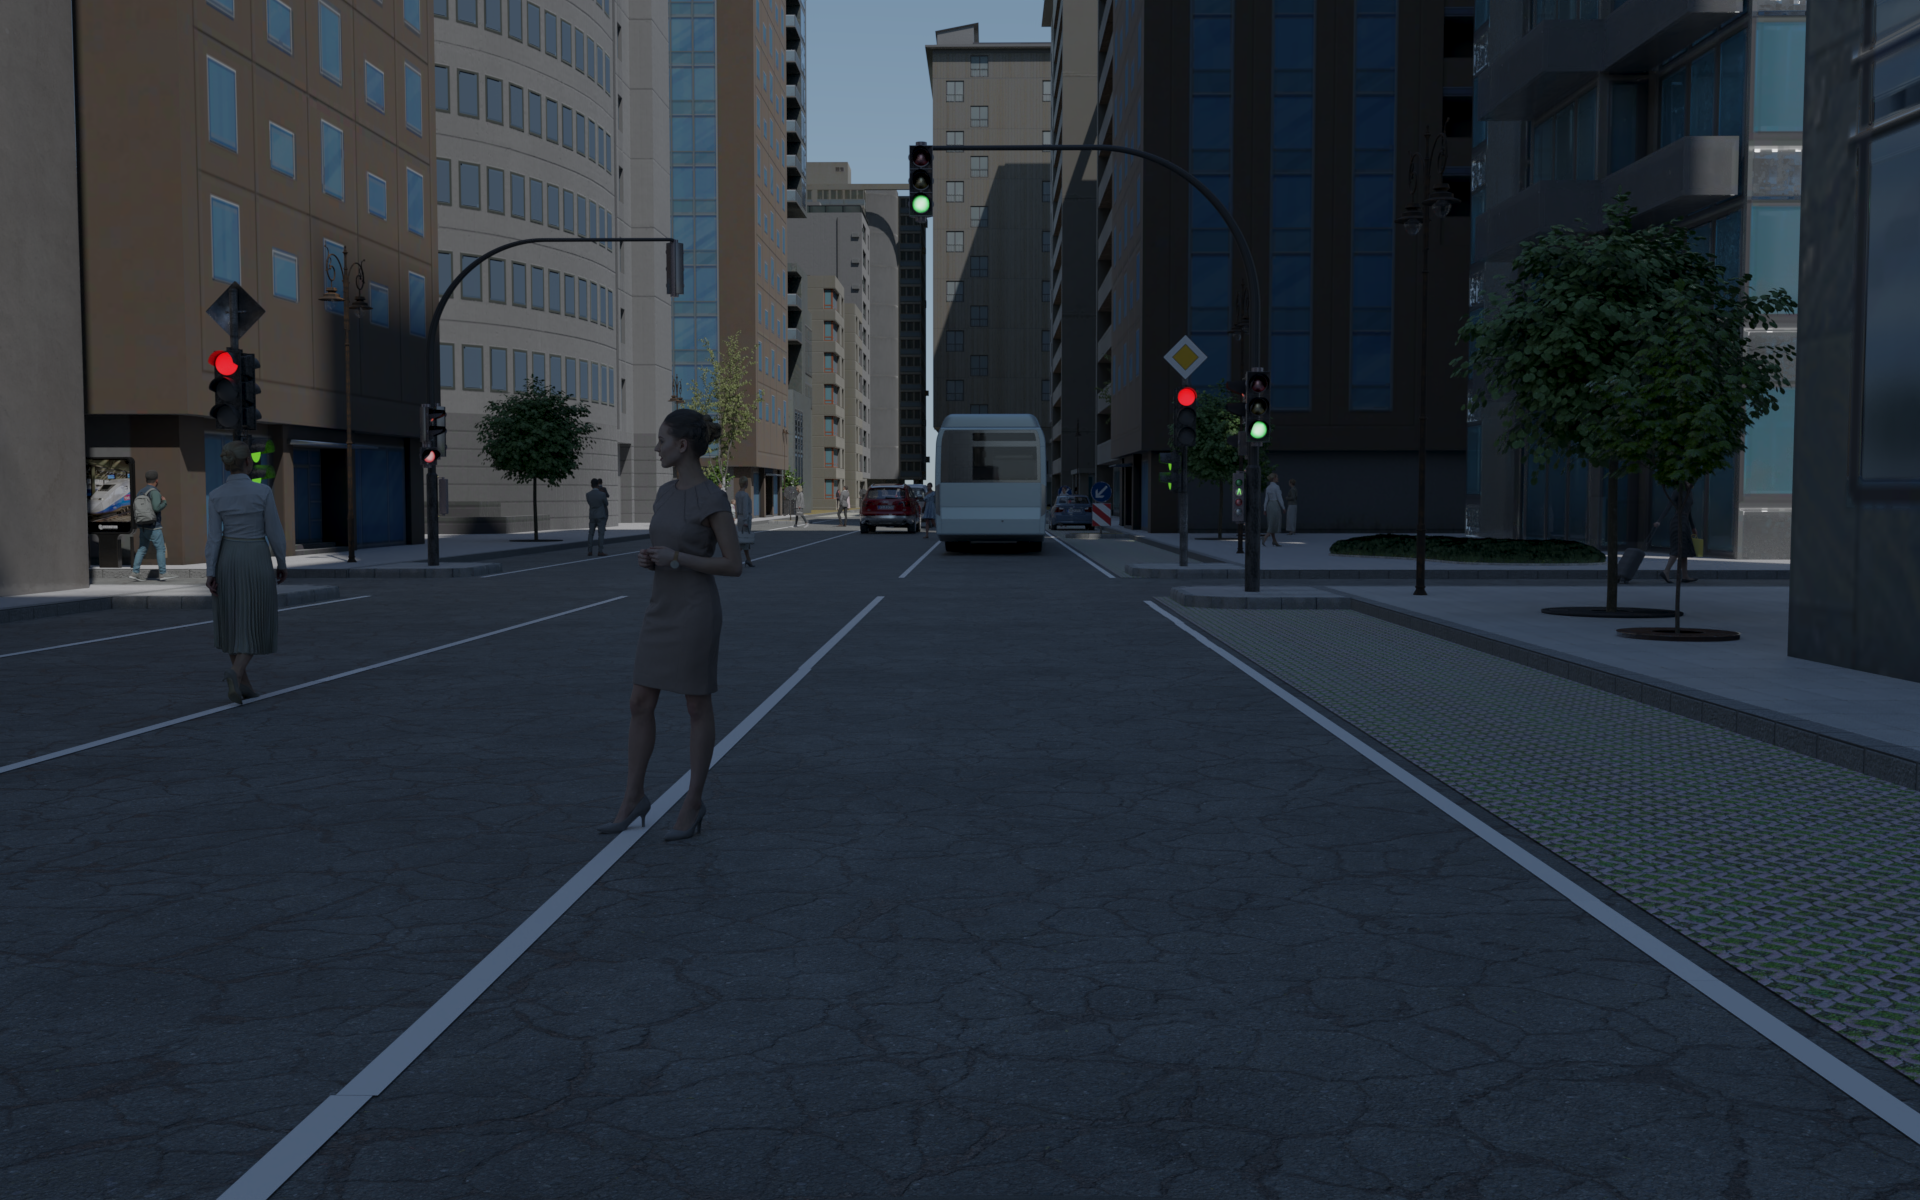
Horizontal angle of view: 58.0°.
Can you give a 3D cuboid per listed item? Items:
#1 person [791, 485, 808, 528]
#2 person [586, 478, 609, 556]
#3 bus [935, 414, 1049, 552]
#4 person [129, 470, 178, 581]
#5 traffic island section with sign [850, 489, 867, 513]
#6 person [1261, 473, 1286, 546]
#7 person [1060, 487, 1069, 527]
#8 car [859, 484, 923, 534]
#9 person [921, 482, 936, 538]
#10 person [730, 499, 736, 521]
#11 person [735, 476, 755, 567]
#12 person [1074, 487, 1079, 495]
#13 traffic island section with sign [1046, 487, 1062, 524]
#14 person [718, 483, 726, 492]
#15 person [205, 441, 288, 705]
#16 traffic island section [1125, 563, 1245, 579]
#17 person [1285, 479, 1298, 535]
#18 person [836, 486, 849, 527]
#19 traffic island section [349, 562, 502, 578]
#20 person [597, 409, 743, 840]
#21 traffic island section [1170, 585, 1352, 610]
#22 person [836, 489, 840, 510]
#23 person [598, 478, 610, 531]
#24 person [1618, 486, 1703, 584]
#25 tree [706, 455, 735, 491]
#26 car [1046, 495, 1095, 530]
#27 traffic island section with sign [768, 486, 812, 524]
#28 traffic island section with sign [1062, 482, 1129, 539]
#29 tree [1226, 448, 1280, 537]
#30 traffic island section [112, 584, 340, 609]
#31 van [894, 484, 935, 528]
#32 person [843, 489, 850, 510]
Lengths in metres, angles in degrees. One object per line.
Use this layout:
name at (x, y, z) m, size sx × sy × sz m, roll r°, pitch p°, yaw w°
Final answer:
person at (-6.785, -3.975, 73.675) m, size 0.728 × 1.800 × 0.709 m, roll -1°, pitch 4°, yaw -23°
person at (-8.427, -1.932, 40.271) m, size 0.511 × 1.800 × 0.466 m, roll 0°, pitch 4°, yaw -1°
bus at (0.970, -3.152, 46.390) m, size 2.948 × 3.499 × 13.247 m, roll 0°, pitch 4°, yaw 2°
person at (-13.267, -1.217, 28.389) m, size 0.713 × 1.824 × 0.794 m, roll -3°, pitch 5°, yaw -40°
traffic island section with sign at (-7.366, -7.592, 132.756) m, size 1.989 × 1.847 × 2.006 m, roll 0°, pitch 4°, yaw 1°
person at (7.602, -2.199, 42.228) m, size 0.641 × 1.798 × 0.478 m, roll -1°, pitch 4°, yaw -18°
person at (4.427, -4.000, 74.467) m, size 0.480 × 1.755 × 0.524 m, roll 1°, pitch 4°, yaw 15°
car at (-2.556, -3.401, 64.275) m, size 2.281 × 1.827 × 5.304 m, roll 0°, pitch 4°, yaw 2°
person at (-0.951, -2.894, 55.918) m, size 0.778 × 1.811 × 0.616 m, roll -3°, pitch 5°, yaw -45°
person at (-9.369, -3.519, 71.046) m, size 0.382 × 1.210 × 0.505 m, roll 0°, pitch 4°, yaw 6°
person at (-4.272, -1.528, 33.831) m, size 0.624 × 1.780 × 0.694 m, roll -1°, pitch 4°, yaw -21°
person at (7.367, -6.208, 108.269) m, size 0.721 × 1.735 × 1.217 m, roll -1°, pitch 4°, yaw -10°
traffic island section with sign at (4.902, -4.560, 83.183) m, size 1.989 × 1.847 × 2.006 m, roll 0°, pitch 4°, yaw 1°
person at (-11.591, -4.726, 83.410) m, size 0.679 × 1.850 × 0.850 m, roll 0°, pitch 4°, yaw 4°
person at (-4.927, -0.193, 11.875) m, size 0.478 × 1.798 × 0.641 m, roll 0°, pitch 4°, yaw 3°
traffic island section at (3.994, -0.520, 30.782) m, size 2.009 × 0.180 × 2.903 m, roll 0°, pitch 4°, yaw 1°
person at (10.390, -2.922, 54.359) m, size 0.362 × 1.759 × 0.519 m, roll 2°, pitch 4°, yaw 24°
person at (-5.144, -4.124, 76.109) m, size 0.592 × 1.802 × 0.473 m, roll -2°, pitch 4°, yaw -35°
traffic island section at (-9.445, -0.534, 31.018) m, size 2.009 × 0.180 × 2.903 m, roll 0°, pitch 4°, yaw 1°
person at (-1.207, 0.100, 7.206) m, size 0.599 × 1.781 × 0.374 m, roll 3°, pitch 4°, yaw 39°
traffic island section at (3.857, -0.032, 22.798) m, size 2.009 × 0.180 × 2.903 m, roll 0°, pitch 4°, yaw 1°
person at (-9.409, -7.820, 135.364) m, size 0.593 × 1.643 × 0.415 m, roll -1°, pitch 4°, yaw -10°
person at (-12.538, -3.333, 60.497) m, size 0.622 × 1.834 × 0.822 m, roll 0°, pitch 4°, yaw -1°
person at (11.254, -1.171, 27.858) m, size 1.509 × 1.804 × 0.699 m, roll 0°, pitch 4°, yaw -2°
tree at (-11.981, -5.568, 85.630) m, size 1.663 × 3.219 × 1.824 m, roll 0°, pitch 3°, yaw 0°
car at (4.458, -3.504, 69.301) m, size 2.014 × 1.417 × 4.499 m, roll 0°, pitch 4°, yaw 1°
traffic island section with sign at (-8.200, -4.609, 83.991) m, size 1.989 × 1.847 × 2.006 m, roll 0°, pitch 4°, yaw 1°
traffic island section with sign at (4.432, -2.912, 56.232) m, size 1.989 × 1.847 × 2.006 m, roll 0°, pitch 4°, yaw 1°
tree at (8.943, -3.558, 52.771) m, size 1.663 × 3.219 × 1.824 m, roll 0°, pitch 3°, yaw 0°
traffic island section at (-9.583, -0.046, 23.034) m, size 2.009 × 0.180 × 2.903 m, roll 0°, pitch 4°, yaw 1°
van at (-1.973, -4.149, 74.842) m, size 2.013 × 2.044 × 4.112 m, roll 0°, pitch 4°, yaw 2°
person at (-9.331, -8.290, 142.256) m, size 0.621 × 1.740 × 0.551 m, roll 0°, pitch 4°, yaw 0°
